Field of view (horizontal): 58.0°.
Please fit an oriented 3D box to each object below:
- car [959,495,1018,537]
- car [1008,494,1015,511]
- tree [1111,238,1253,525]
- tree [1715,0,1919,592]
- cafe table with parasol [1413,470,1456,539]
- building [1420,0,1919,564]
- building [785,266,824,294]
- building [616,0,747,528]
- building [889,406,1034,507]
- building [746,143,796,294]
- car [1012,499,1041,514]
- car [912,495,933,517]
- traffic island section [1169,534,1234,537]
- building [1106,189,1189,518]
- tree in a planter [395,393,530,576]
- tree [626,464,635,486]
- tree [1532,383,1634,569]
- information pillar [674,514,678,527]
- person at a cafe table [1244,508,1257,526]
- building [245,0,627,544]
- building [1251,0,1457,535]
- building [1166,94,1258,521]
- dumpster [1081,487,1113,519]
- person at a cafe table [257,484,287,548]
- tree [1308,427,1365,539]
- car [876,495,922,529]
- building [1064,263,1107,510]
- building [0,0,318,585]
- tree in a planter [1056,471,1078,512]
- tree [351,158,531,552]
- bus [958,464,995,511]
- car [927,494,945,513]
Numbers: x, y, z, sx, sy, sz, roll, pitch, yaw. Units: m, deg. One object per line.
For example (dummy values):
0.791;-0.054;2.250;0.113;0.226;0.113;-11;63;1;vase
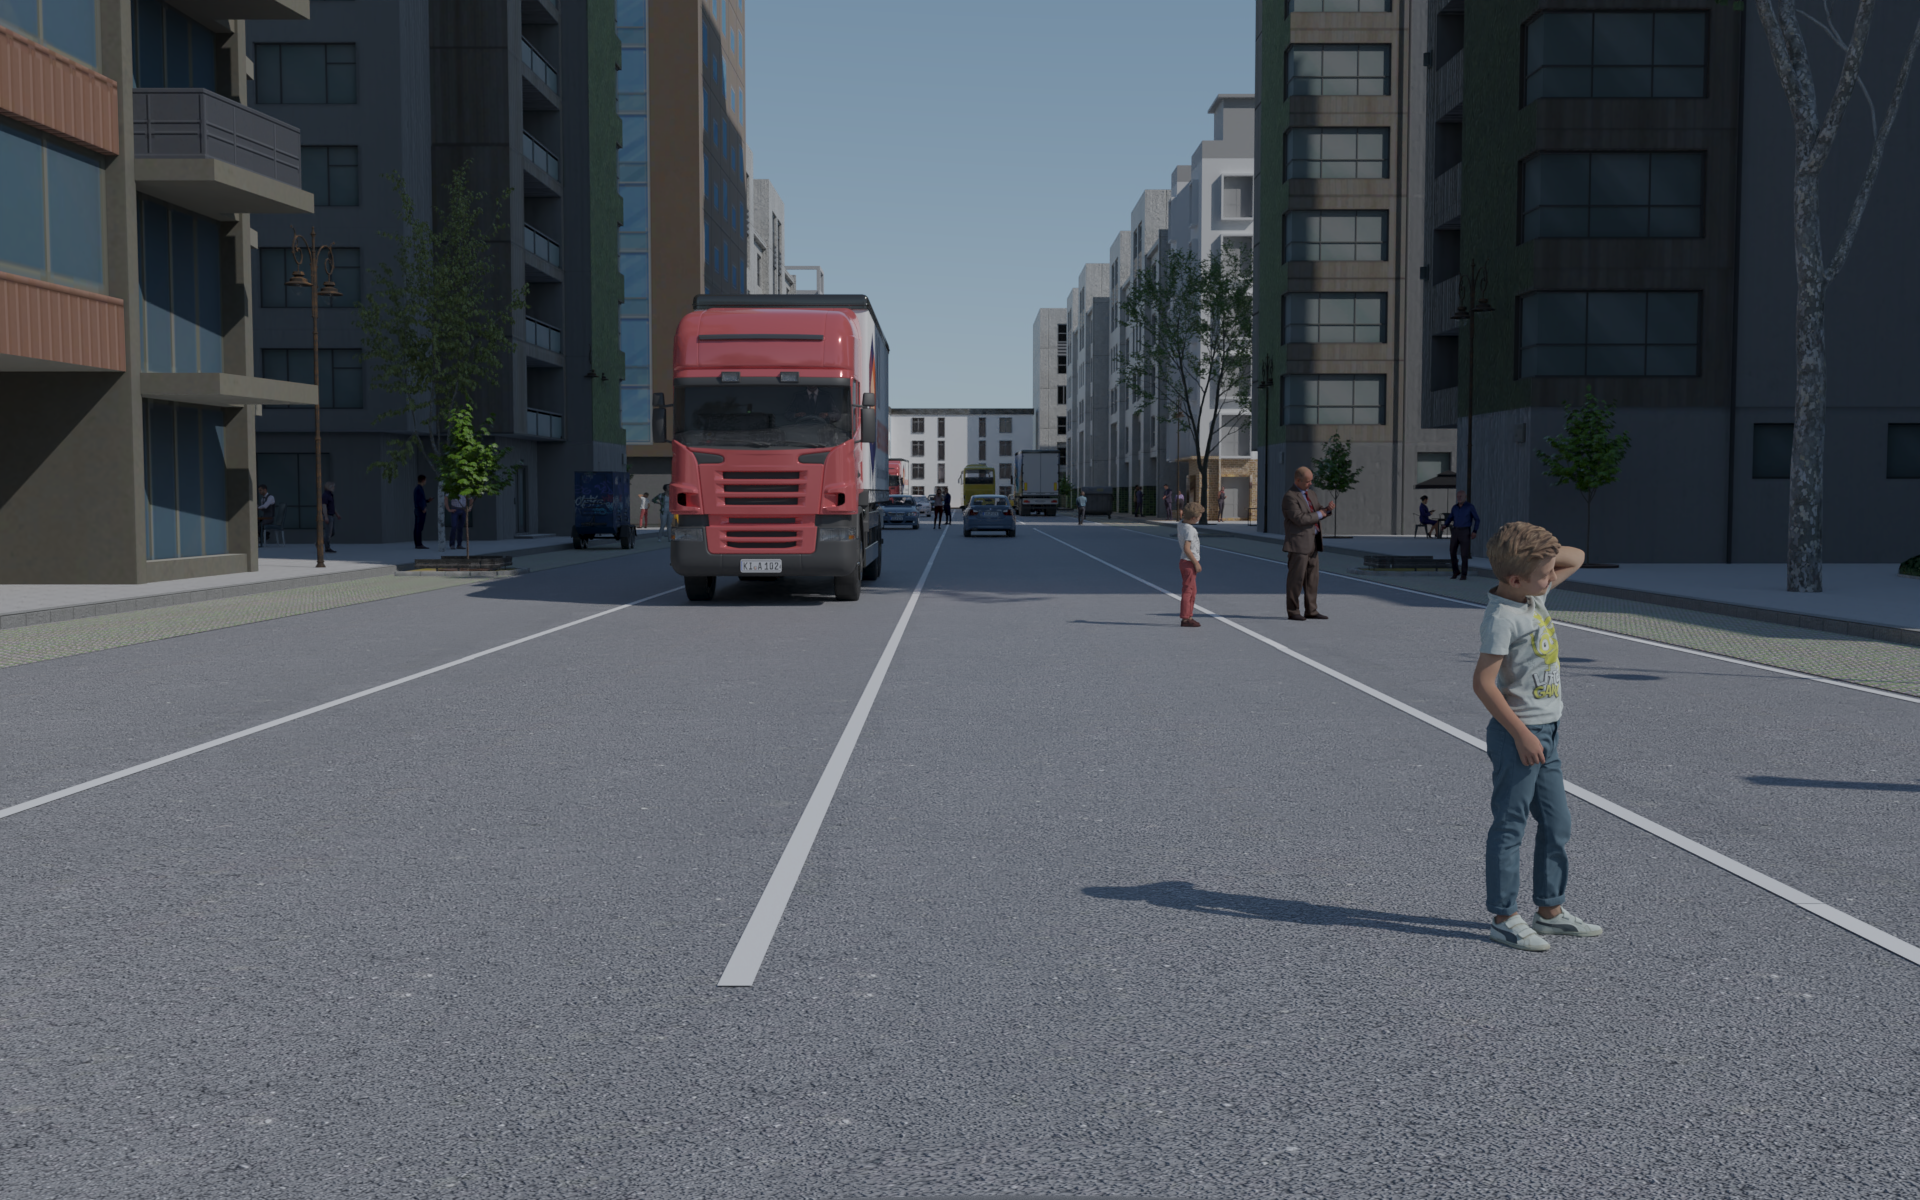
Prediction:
0.986;-2.881;59.102;2.014;1.417;4.499;0;4;0;car
4.356;-7.568;133.966;2.015;1.641;3.980;0;4;0;car
10.074;-8.928;71.728;9.928;11.665;9.643;0;3;0;tree
10.465;-10.089;20.844;12.611;20.169;13.585;0;3;0;tree
14.003;-2.744;49.726;2.610;1.966;2.610;-1;4;-21;cafe table with parasol
17.522;-16.281;37.899;14.160;30.474;14.107;0;3;0;building
-16.877;-17.972;150.255;11.380;20.091;16.016;0;3;0;building
-16.651;-25.767;71.400;14.600;45.320;14.200;0;3;0;building
-6.780;-13.941;170.084;28.070;9.664;9.099;0;3;0;building
-19.075;-14.134;97.549;16.747;18.905;31.486;0;3;0;building
4.812;-7.000;123.488;2.155;1.783;4.494;0;4;1;car
-2.769;-5.942;109.511;2.083;1.381;4.827;0;4;-2;car
8.039;-2.144;57.925;1.991;0.108;1.994;0;3;0;traffic island section
19.101;-14.849;109.245;16.747;18.905;31.486;0;3;0;building
-8.810;-2.059;30.889;1.991;3.239;1.994;0;3;0;tree in a planter
-11.998;-3.985;59.759;1.663;3.219;1.824;0;3;0;tree
10.864;-2.182;30.275;1.663;3.219;1.824;0;3;0;tree
-10.501;-4.441;63.960;0.183;3.616;0.504;0;4;1;information pillar
12.305;-3.735;69.580;1.622;1.524;1.698;0;4;5;person at a cafe table
-18.077;-22.375;49.425;14.154;41.232;14.086;0;3;0;building
17.161;-22.999;59.627;14.154;41.232;14.086;0;3;0;building
18.779;-14.153;87.815;16.016;20.091;11.380;0;3;0;building
7.778;-5.527;98.584;1.865;1.857;1.264;0;4;2;dumpster
-17.157;-2.041;41.882;1.622;1.524;1.698;-3;5;-43;person at a cafe table
11.021;-3.405;50.280;1.663;3.219;1.824;0;3;0;tree
-2.561;-3.648;71.640;2.014;1.417;4.499;0;4;0;car
18.003;-16.811;141.324;16.747;18.905;31.486;0;3;0;building
-21.271;-22.291;19.087;22.147;44.769;28.867;0;3;0;building
8.142;-8.436;135.151;1.991;3.239;1.994;0;3;0;tree in a planter
-11.600;-5.392;38.526;4.737;8.622;4.395;0;3;0;tree
1.394;-9.196;141.900;2.896;3.916;12.252;0;4;-1;bus
-1.813;-7.460;131.759;2.009;1.686;4.222;0;4;-1;car
